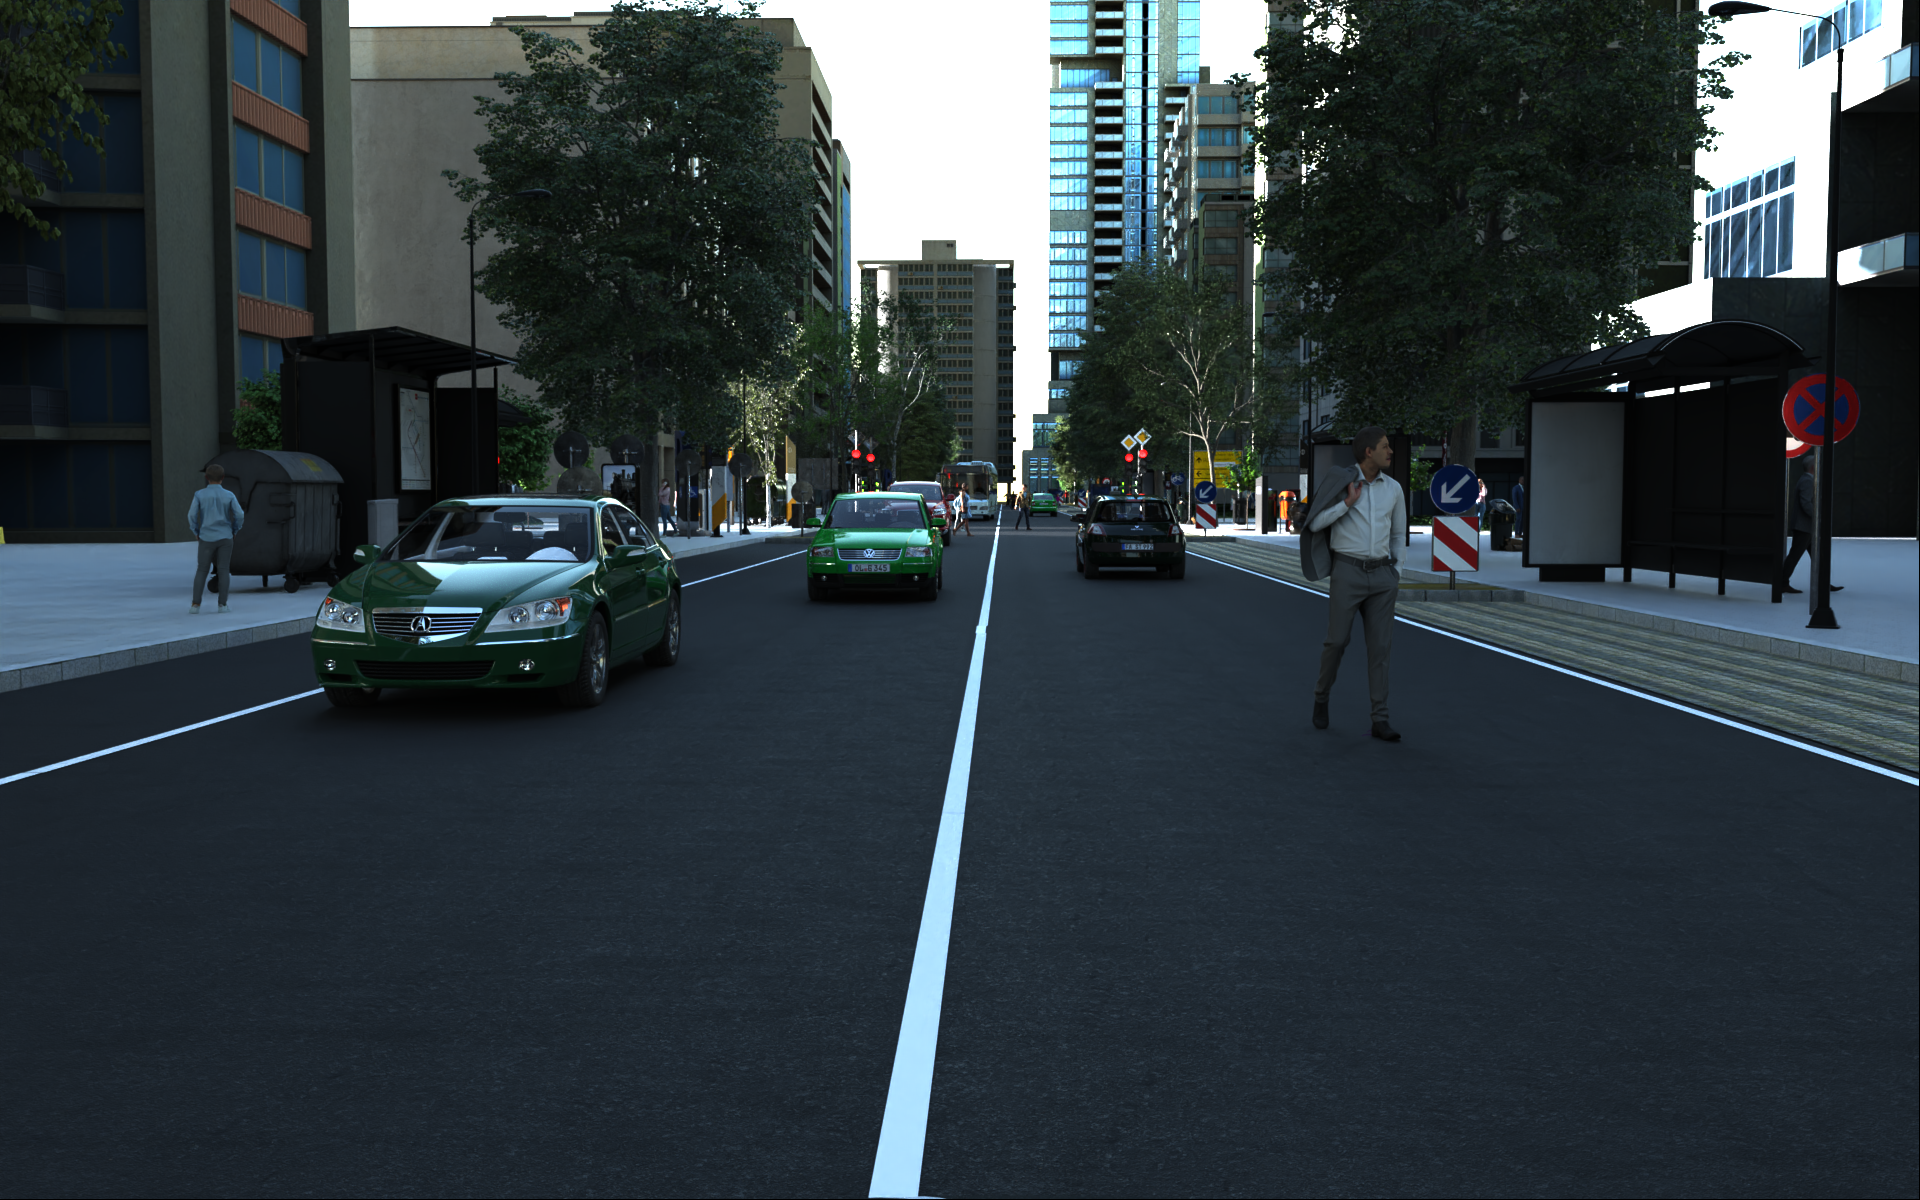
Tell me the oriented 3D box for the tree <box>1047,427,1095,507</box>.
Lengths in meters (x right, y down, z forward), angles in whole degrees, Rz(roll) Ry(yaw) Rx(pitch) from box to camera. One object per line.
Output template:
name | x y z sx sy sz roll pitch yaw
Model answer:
tree | 12.875 -14.586 172.891 8.767 10.594 7.601 -1 4 -11

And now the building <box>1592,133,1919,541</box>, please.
building | 33.368 -44.728 43.972 22.319 86.520 31.000 0 4 1

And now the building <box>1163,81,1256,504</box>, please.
building | 35.934 -35.799 204.926 23.786 49.044 30.456 0 4 1

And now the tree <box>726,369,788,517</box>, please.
tree | -12.370 -8.952 96.735 4.737 8.622 4.395 0 3 0

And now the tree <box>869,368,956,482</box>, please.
tree | -4.650 -16.395 174.716 9.857 13.997 8.962 0 3 0

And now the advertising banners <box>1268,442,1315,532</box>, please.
advertising banners | 11.248 -3.817 58.600 2.074 3.025 0.090 1 4 10

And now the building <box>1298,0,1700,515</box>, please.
building | 31.954 -40.491 100.283 20.611 71.187 20.563 0 4 1

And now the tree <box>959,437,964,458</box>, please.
tree | -3.184 -18.243 224.026 9.928 11.665 9.643 0 3 0

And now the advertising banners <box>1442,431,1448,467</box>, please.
advertising banners | 11.663 -2.750 41.158 0.090 3.025 2.074 0 4 5

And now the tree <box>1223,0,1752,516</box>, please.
tree | 9.392 -7.688 32.361 9.857 13.997 8.962 0 3 0

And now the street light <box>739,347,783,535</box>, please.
street light | -6.270 -5.029 54.769 1.470 5.913 1.316 0 4 1

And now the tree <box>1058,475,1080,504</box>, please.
tree | 14.805 -15.225 232.640 4.285 4.588 4.351 0 3 0

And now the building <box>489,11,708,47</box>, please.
building | -42.417 -40.925 211.126 28.212 58.520 21.231 0 4 1

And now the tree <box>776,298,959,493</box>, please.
tree | -6.287 -10.208 92.648 9.928 11.665 9.643 0 3 0

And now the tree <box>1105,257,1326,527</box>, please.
tree | 9.967 -8.141 67.516 8.767 10.594 7.601 0 4 1

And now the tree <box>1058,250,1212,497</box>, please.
tree | 10.421 -11.216 90.044 9.857 13.997 8.962 0 3 0

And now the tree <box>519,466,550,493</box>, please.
tree | -15.899 -4.221 63.612 1.663 3.219 1.824 0 3 0

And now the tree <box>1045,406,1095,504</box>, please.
tree | 14.668 -18.407 219.074 7.486 12.596 7.792 0 3 0

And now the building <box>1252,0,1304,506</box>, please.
building | 30.468 -27.843 138.833 14.154 41.232 14.086 0 4 1

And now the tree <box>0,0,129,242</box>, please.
tree | -8.881 -3.950 14.947 4.737 8.622 4.395 0 3 0

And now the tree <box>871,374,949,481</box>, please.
tree | -4.917 -15.077 164.635 7.486 12.596 7.792 0 3 0

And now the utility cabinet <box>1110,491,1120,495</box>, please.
utility cabinet | 11.133 -7.242 127.083 1.173 1.500 0.318 1 4 10

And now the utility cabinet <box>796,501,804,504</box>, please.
utility cabinet | -7.877 -4.515 84.985 0.306 1.237 1.020 2 4 31

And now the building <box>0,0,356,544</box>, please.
building | -32.558 -24.244 51.016 28.867 44.769 22.147 0 4 1

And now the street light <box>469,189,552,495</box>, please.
street light | -6.918 -3.304 26.563 1.470 5.913 1.316 0 4 1

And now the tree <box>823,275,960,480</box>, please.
tree | -6.095 -17.953 149.423 12.611 20.169 13.585 0 3 0

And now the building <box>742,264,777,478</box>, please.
building | -22.171 -20.926 139.400 12.463 27.353 25.104 0 4 1

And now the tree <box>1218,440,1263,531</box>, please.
tree | 10.251 -4.082 61.341 1.663 3.219 1.824 0 3 0

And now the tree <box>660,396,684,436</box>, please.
tree | -12.363 -8.245 85.170 4.360 8.622 3.978 0 3 0

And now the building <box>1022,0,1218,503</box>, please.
building | 24.887 -57.931 259.836 31.000 86.520 22.319 0 4 1

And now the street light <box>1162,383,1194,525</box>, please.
street light | 9.077 -6.098 72.240 1.470 5.913 1.316 0 4 1

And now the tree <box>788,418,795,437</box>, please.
tree | -13.154 -10.214 117.363 4.737 8.622 4.395 0 3 0

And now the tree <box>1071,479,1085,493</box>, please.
tree | 13.916 -12.776 203.490 1.663 3.219 1.824 0 3 0

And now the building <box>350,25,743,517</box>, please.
building | -25.864 -18.635 109.200 19.350 26.468 34.151 0 4 1

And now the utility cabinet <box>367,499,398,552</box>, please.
utility cabinet | -7.567 -0.706 22.700 0.306 1.237 1.020 -2 4 -24

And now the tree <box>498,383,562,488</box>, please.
tree | -13.383 -4.135 51.329 4.285 4.588 4.351 0 3 0

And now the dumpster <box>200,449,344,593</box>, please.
dumpster | -9.147 -1.059 23.074 1.264 1.857 1.865 0 4 1

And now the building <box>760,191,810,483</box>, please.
building | -22.033 -24.002 164.136 14.160 30.474 14.107 0 4 1

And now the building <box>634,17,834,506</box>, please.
building | -24.968 -34.115 181.484 21.300 48.544 21.600 0 4 1

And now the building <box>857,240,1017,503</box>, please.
building | -3.292 -35.207 267.513 23.993 40.220 32.217 0 4 1

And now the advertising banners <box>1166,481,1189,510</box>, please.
advertising banners | 13.634 -6.857 108.300 2.074 3.025 0.090 -2 4 -25

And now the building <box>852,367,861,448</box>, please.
building | -29.811 -25.716 265.491 28.899 21.520 27.650 0 4 1

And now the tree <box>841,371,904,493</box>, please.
tree | -6.375 -9.247 101.556 4.360 8.622 3.978 0 3 0

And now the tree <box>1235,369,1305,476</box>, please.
tree | 17.418 -9.120 99.467 4.360 8.622 3.978 0 3 0

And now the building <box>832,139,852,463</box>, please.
building | -21.126 -34.528 214.639 14.200 45.320 14.600 0 4 1

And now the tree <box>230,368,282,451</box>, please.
tree | -15.527 -3.483 40.660 4.285 4.588 4.351 0 3 0

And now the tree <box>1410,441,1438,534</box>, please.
tree | 14.428 -3.758 56.048 1.663 3.219 1.824 0 3 0

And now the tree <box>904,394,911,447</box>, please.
tree | -5.426 -10.304 118.831 4.360 8.622 3.978 0 3 0

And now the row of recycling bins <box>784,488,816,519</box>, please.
row of recycling bins | -8.658 -5.051 89.697 1.069 1.692 3.534 2 4 32

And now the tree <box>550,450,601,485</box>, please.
tree | -13.347 -4.111 61.814 1.663 3.219 1.824 0 3 0

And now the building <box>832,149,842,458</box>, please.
building | -21.228 -31.550 199.429 14.154 41.232 14.086 0 4 1

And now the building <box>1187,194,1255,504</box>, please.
building | 29.963 -24.283 168.730 14.160 30.474 14.107 0 4 1

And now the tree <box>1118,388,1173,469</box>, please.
tree | 11.832 -9.949 113.024 4.360 8.622 3.978 0 3 0

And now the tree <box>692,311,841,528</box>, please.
tree | -7.363 -6.983 64.527 4.360 8.622 3.978 0 3 0

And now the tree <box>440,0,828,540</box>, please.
tree | -7.748 -8.304 42.430 9.857 13.997 8.962 0 3 0
